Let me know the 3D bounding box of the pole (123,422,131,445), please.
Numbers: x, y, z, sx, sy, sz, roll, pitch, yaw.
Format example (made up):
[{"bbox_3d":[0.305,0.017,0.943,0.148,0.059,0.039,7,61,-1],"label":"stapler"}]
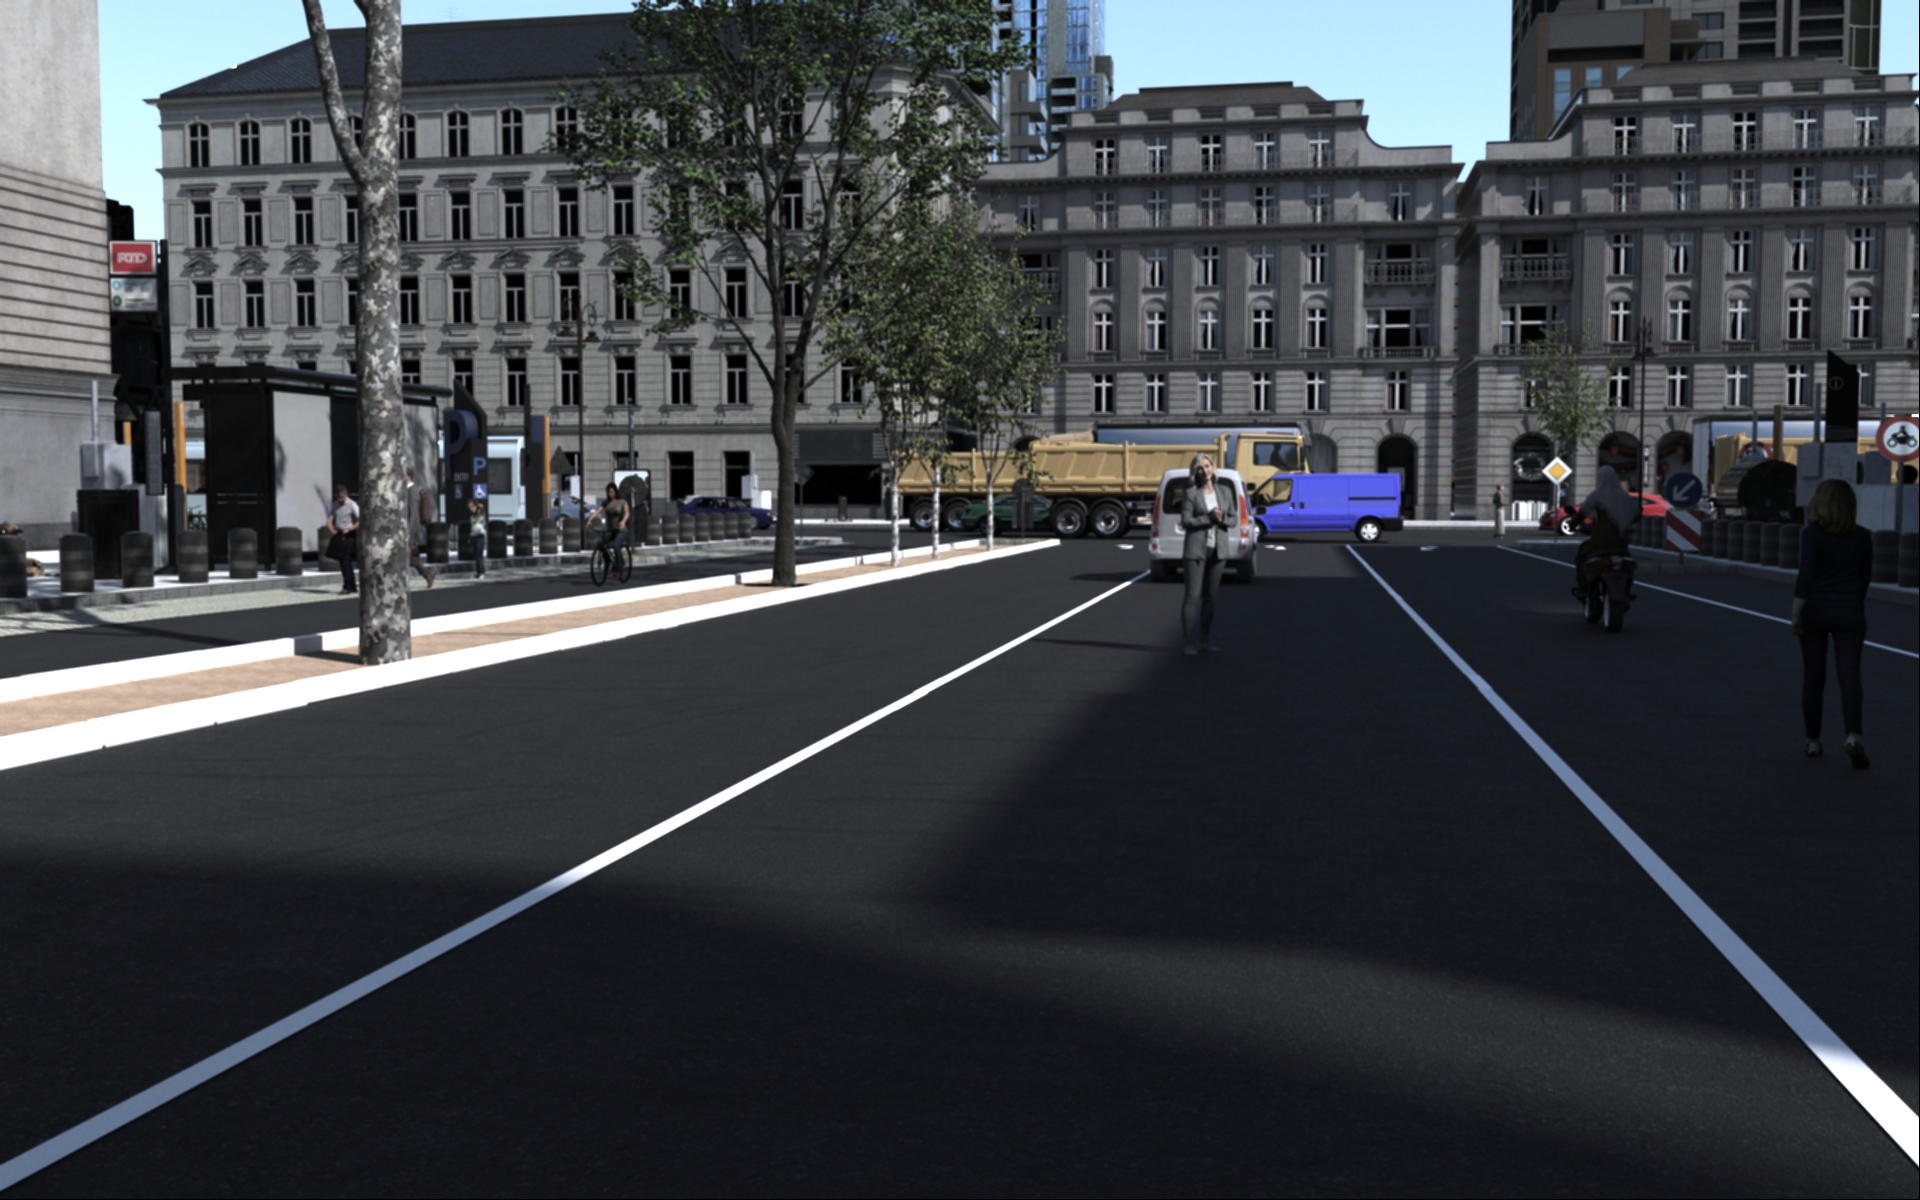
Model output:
[{"bbox_3d":[-23.553,-3.377,49.052,0.158,3.312,0.155,0,3,0],"label":"pole"}]

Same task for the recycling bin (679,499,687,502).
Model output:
[{"bbox_3d":[-20.482,-7.151,129.473,0.722,1.027,0.722,3,5,44],"label":"recycling bin"}]

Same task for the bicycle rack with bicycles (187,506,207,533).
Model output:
[{"bbox_3d":[-23.965,-2.425,53.037,2.925,0.926,2.852,2,4,34],"label":"bicycle rack with bicycles"}]

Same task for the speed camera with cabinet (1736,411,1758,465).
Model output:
[{"bbox_3d":[19.550,-2.861,41.113,2.038,3.252,0.660,1,4,16],"label":"speed camera with cabinet"}]

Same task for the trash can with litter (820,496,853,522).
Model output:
[{"bbox_3d":[-5.766,-4.216,79.985,1.678,1.210,2.233,3,5,39],"label":"trash can with litter"}]

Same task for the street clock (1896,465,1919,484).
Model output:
[{"bbox_3d":[23.476,-2.348,42.968,0.471,2.002,0.358,3,4,36],"label":"street clock"}]

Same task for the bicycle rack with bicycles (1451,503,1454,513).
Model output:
[{"bbox_3d":[35.030,-6.601,121.310,2.852,0.926,2.925,-1,4,-9],"label":"bicycle rack with bicycles"}]

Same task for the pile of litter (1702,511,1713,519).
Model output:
[{"bbox_3d":[32.895,-3.814,76.330,1.176,0.858,1.719,0,4,-5],"label":"pile of litter"}]

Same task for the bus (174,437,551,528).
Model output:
[{"bbox_3d":[-20.324,-3.821,57.341,13.247,3.499,2.948,1,4,10],"label":"bus"}]

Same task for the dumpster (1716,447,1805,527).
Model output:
[{"bbox_3d":[16.879,-2.070,36.345,1.502,2.255,1.985,1,4,11],"label":"dumpster"}]

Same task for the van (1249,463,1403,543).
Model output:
[{"bbox_3d":[10.490,-2.888,51.606,5.245,2.365,2.240,1,4,10],"label":"van"}]

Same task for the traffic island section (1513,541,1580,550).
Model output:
[{"bbox_3d":[15.819,-1.448,45.948,2.009,0.180,2.903,1,4,11],"label":"traffic island section"}]

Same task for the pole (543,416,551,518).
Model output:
[{"bbox_3d":[-10.861,-3.156,45.438,0.158,3.312,0.155,0,3,0],"label":"pole"}]

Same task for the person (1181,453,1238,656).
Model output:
[{"bbox_3d":[2.250,-0.422,15.580,0.537,1.800,0.526,0,4,-6],"label":"person"}]

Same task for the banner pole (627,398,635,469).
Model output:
[{"bbox_3d":[-8.579,-3.382,45.308,0.401,3.779,0.863,0,4,-1],"label":"banner pole"}]

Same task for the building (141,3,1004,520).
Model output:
[{"bbox_3d":[-20.709,-19.649,97.681,44.131,29.872,17.030,1,4,11],"label":"building"}]

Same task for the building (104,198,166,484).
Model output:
[{"bbox_3d":[-56.094,-14.528,104.983,16.811,18.784,16.820,1,4,11],"label":"building"}]

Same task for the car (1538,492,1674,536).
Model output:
[{"bbox_3d":[22.279,-3.094,59.622,4.494,1.783,2.155,1,4,13],"label":"car"}]

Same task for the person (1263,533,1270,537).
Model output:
[{"bbox_3d":[9.989,-2.843,57.192,0.569,1.553,0.471,-2,4,-31],"label":"person"}]

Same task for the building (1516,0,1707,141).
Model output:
[{"bbox_3d":[58.751,-31.100,158.593,14.600,45.320,14.200,1,4,11],"label":"building"}]

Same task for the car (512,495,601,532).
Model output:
[{"bbox_3d":[-16.174,-3.368,67.071,4.499,1.417,2.014,1,4,12],"label":"car"}]

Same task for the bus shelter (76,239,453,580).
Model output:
[{"bbox_3d":[-11.846,-3.194,29.862,2.179,5.291,8.768,1,4,11],"label":"bus shelter"}]

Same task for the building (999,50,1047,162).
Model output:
[{"bbox_3d":[-6.323,-34.781,188.280,30.456,49.044,23.786,1,4,11],"label":"building"}]

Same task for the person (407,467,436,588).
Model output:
[{"bbox_3d":[-8.167,-1.059,25.782,0.822,1.834,0.622,-3,4,-36],"label":"person"}]

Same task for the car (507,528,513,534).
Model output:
[{"bbox_3d":[-17.765,-3.339,63.263,5.304,1.827,2.281,1,4,9],"label":"car"}]

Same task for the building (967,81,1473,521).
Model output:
[{"bbox_3d":[13.301,-15.197,90.268,24.055,21.916,13.314,1,4,11],"label":"building"}]

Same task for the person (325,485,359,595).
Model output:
[{"bbox_3d":[-8.736,-0.854,24.670,0.614,1.554,0.590,2,4,24],"label":"person"}]

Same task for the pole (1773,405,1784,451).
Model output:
[{"bbox_3d":[18.814,-2.816,39.893,0.158,3.312,0.155,0,3,0],"label":"pole"}]

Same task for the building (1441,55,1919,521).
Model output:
[{"bbox_3d":[36.958,-14.885,85.177,24.055,21.916,13.314,1,4,11],"label":"building"}]

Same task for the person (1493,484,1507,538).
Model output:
[{"bbox_3d":[17.423,-2.861,55.828,0.362,1.759,0.519,-1,4,-11],"label":"person"}]

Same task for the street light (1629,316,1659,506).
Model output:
[{"bbox_3d":[17.754,-4.422,45.089,0.468,5.910,1.993,1,4,11],"label":"street light"}]

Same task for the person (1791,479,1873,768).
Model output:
[{"bbox_3d":[4.702,0.109,9.262,0.480,1.512,0.613,-1,4,-11],"label":"person"}]

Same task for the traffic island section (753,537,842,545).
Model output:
[{"bbox_3d":[-4.590,-1.690,49.914,2.009,0.180,2.903,1,4,11],"label":"traffic island section"}]

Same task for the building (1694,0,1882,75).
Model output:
[{"bbox_3d":[112.426,-48.733,235.035,20.611,71.187,20.563,1,4,11],"label":"building"}]

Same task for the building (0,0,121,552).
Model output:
[{"bbox_3d":[-29.770,-11.552,38.027,18.267,20.994,9.793,1,4,11],"label":"building"}]

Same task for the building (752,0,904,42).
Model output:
[{"bbox_3d":[-7.576,-51.705,158.046,22.319,86.520,31.000,1,4,11],"label":"building"}]

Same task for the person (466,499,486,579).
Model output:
[{"bbox_3d":[-8.161,-1.032,29.280,0.435,1.345,0.340,2,4,26],"label":"person"}]

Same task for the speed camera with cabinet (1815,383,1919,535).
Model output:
[{"bbox_3d":[15.751,-2.206,30.411,0.660,3.252,2.038,-2,4,-24],"label":"speed camera with cabinet"}]

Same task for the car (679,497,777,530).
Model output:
[{"bbox_3d":[-9.344,-3.525,70.220,3.894,1.354,1.945,1,4,12],"label":"car"}]

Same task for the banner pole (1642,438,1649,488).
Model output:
[{"bbox_3d":[30.730,-5.368,77.782,0.863,3.779,0.401,-3,5,-42],"label":"banner pole"}]

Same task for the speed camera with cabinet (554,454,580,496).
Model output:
[{"bbox_3d":[-19.674,-5.652,86.739,0.660,3.252,2.038,-3,4,-37],"label":"speed camera with cabinet"}]

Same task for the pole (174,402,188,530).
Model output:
[{"bbox_3d":[-17.318,-2.731,38.494,0.158,3.312,0.155,0,3,0],"label":"pole"}]

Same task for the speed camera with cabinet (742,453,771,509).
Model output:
[{"bbox_3d":[-9.896,-5.493,84.154,0.660,3.252,2.038,1,4,21],"label":"speed camera with cabinet"}]

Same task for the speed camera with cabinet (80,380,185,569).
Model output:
[{"bbox_3d":[-14.367,-2.185,30.058,2.038,3.252,0.660,2,4,29],"label":"speed camera with cabinet"}]

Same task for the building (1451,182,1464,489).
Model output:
[{"bbox_3d":[67.666,-36.180,246.171,28.867,44.769,22.147,1,4,11],"label":"building"}]

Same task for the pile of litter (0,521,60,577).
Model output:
[{"bbox_3d":[-14.771,-0.786,26.817,1.719,0.858,1.176,-1,4,-13],"label":"pile of litter"}]

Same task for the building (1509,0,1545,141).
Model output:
[{"bbox_3d":[65.125,-45.084,175.368,20.563,71.187,20.611,1,4,11],"label":"building"}]

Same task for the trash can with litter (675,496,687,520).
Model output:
[{"bbox_3d":[-13.490,-4.362,82.701,1.055,1.170,0.624,0,4,5],"label":"trash can with litter"}]

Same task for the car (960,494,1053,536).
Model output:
[{"bbox_3d":[2.461,-2.946,59.963,4.920,1.459,2.131,1,4,10],"label":"car"}]

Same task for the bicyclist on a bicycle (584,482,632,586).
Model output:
[{"bbox_3d":[-5.495,-1.058,27.317,1.499,1.676,1.625,1,4,11],"label":"bicyclist on a bicycle"}]

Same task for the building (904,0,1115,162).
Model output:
[{"bbox_3d":[9.715,-57.671,255.586,31.000,86.520,22.319,1,4,11],"label":"building"}]

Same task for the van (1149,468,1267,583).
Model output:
[{"bbox_3d":[4.181,-1.372,29.439,2.013,2.044,4.112,1,4,11],"label":"van"}]

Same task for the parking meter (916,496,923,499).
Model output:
[{"bbox_3d":[-1.801,-4.446,78.409,0.255,1.863,0.399,-3,4,-36],"label":"parking meter"}]
